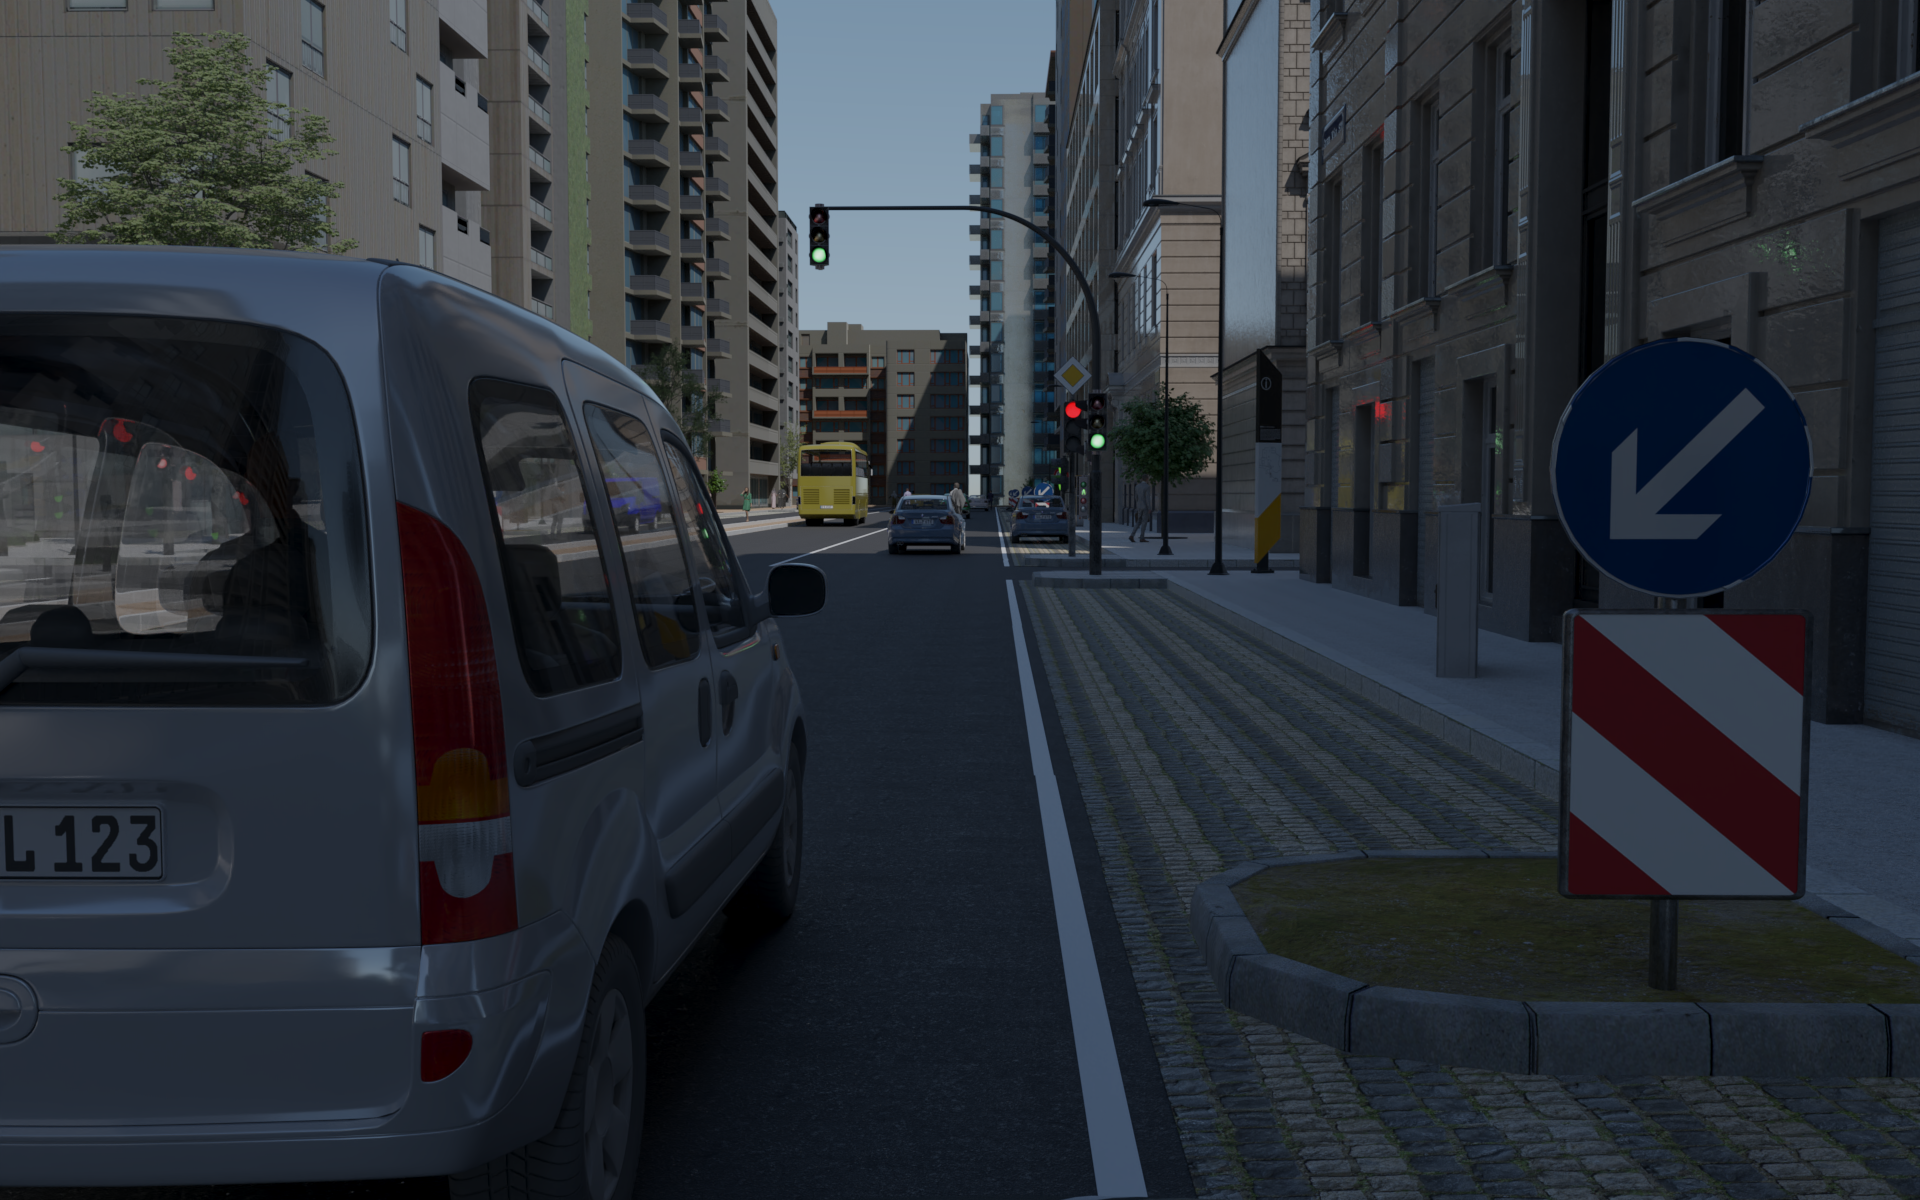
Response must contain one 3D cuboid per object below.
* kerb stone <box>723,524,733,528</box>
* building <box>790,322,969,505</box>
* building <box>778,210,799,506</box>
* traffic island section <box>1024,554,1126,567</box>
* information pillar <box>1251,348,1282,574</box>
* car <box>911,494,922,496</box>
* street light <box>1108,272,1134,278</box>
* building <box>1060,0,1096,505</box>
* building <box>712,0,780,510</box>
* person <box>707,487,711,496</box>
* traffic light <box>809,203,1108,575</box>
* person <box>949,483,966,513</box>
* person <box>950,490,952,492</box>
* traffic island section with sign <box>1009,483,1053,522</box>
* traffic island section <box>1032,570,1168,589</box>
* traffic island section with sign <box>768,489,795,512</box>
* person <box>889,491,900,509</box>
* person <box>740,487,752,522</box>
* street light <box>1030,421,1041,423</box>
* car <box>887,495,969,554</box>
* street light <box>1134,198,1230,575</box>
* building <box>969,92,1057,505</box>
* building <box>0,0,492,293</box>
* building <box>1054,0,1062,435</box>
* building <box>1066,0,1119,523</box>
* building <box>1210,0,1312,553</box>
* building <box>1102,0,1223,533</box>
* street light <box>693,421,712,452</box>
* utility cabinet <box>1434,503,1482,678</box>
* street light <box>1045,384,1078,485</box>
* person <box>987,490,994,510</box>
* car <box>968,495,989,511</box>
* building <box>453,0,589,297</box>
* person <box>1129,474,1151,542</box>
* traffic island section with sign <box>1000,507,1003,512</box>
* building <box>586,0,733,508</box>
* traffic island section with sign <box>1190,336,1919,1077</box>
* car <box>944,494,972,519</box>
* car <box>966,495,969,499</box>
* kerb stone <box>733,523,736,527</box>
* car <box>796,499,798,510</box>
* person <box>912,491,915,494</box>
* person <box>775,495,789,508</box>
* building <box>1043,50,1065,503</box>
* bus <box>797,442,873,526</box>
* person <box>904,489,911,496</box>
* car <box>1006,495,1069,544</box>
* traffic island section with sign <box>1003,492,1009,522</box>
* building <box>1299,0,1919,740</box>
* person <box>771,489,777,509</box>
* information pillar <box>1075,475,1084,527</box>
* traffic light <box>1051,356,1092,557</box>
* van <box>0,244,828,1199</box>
[{"bbox_3d":[-9.783,-3.086,72.656,0.120,0.150,1.000,0,4,1],"label":"kerb stone"},{"bbox_3d":[-13.554,-22.254,208.893,28.899,21.520,27.650,0,4,1],"label":"building"},{"bbox_3d":[-23.899,-24.871,178.338,14.107,30.474,14.160,0,4,1],"label":"building"},{"bbox_3d":[2.318,-0.809,35.514,2.009,0.180,2.903,0,4,1],"label":"traffic island section"},{"bbox_3d":[4.978,-2.242,28.019,0.504,3.616,0.183,-2,4,-29],"label":"information pillar"},{"bbox_3d":[-4.262,-9.628,167.644,2.015,1.641,3.980,0,3,0],"label":"car"},{"bbox_3d":[3.795,-3.904,36.375,1.470,5.913,1.316,0,4,1],"label":"street light"},{"bbox_3d":[14.266,-28.837,121.591,14.600,45.320,14.200,0,4,1],"label":"building"},{"bbox_3d":[-27.739,-32.249,150.979,21.300,48.544,21.600,0,4,1],"label":"building"},{"bbox_3d":[-12.126,-4.538,83.279,0.593,1.750,0.643,1,4,18],"label":"person"},{"bbox_3d":[0.032,-3.220,27.316,4.771,5.953,1.251,0,4,1],"label":"traffic light"},{"bbox_3d":[-0.097,-3.218,61.215,0.679,1.850,0.850,2,4,28],"label":"person"},{"bbox_3d":[-0.713,-7.065,124.717,0.721,1.736,1.217,-1,4,-16],"label":"person"},{"bbox_3d":[2.810,-3.185,60.708,1.989,1.847,2.006,0,4,1],"label":"traffic island section with sign"},{"bbox_3d":[2.165,-0.321,27.530,2.009,0.180,2.903,0,4,1],"label":"traffic island section"},{"bbox_3d":[-14.129,-7.889,137.611,1.989,1.847,2.006,0,4,1],"label":"traffic island section with sign"},{"bbox_3d":[-6.460,-9.863,170.496,1.217,1.736,0.721,1,4,10],"label":"person"},{"bbox_3d":[-10.890,-4.886,88.625,0.600,1.795,0.529,1,4,15],"label":"person"},{"bbox_3d":[5.189,-8.438,110.505,1.470,5.913,1.316,0,4,1],"label":"street light"},{"bbox_3d":[-0.794,-1.874,42.644,2.014,1.417,4.499,0,4,2],"label":"car"},{"bbox_3d":[3.568,-3.354,27.376,1.470,5.913,1.316,0,4,1],"label":"street light"},{"bbox_3d":[16.378,-35.883,206.289,30.456,49.044,23.786,0,4,1],"label":"building"},{"bbox_3d":[-33.140,-28.841,60.784,28.713,52.752,27.495,0,4,1],"label":"building"},{"bbox_3d":[21.663,-33.810,142.035,28.713,52.752,27.495,0,4,1],"label":"building"},{"bbox_3d":[16.049,-17.661,93.267,19.350,26.468,34.151,0,4,1],"label":"building"},{"bbox_3d":[15.841,-10.810,41.370,19.286,19.102,10.561,0,4,1],"label":"building"},{"bbox_3d":[12.867,-17.108,65.616,13.634,28.700,20.117,0,4,1],"label":"building"},{"bbox_3d":[-16.409,-8.424,110.280,1.470,5.913,1.316,0,4,1],"label":"street light"},{"bbox_3d":[3.592,-0.084,12.536,0.306,1.237,1.020,1,4,15],"label":"utility cabinet"},{"bbox_3d":[4.426,-6.171,73.442,1.470,5.913,1.316,0,4,1],"label":"street light"},{"bbox_3d":[2.628,-8.859,153.787,0.683,1.767,0.568,-1,4,-14],"label":"person"},{"bbox_3d":[1.442,-8.117,145.081,2.083,1.381,4.827,0,4,0],"label":"car"},{"bbox_3d":[-27.742,-24.843,89.774,14.154,41.232,14.086,0,4,1],"label":"building"},{"bbox_3d":[4.881,-2.441,46.082,0.853,1.813,0.709,-3,5,-40],"label":"person"},{"bbox_3d":[4.280,-7.867,137.250,1.989,1.847,2.006,0,4,1],"label":"traffic island section with sign"},{"bbox_3d":[-28.815,-28.826,125.924,22.147,44.769,28.867,0,4,1],"label":"building"},{"bbox_3d":[1.740,0.211,5.177,1.989,1.847,2.006,0,4,1],"label":"traffic island section with sign"},{"bbox_3d":[-0.287,-5.690,101.834,1.959,1.807,4.718,0,4,0],"label":"car"},{"bbox_3d":[0.253,-9.873,174.003,1.945,1.354,3.894,0,4,2],"label":"car"},{"bbox_3d":[-9.761,-3.149,73.685,0.120,0.150,1.000,0,4,1],"label":"kerb stone"},{"bbox_3d":[-13.891,-8.879,157.748,1.945,1.354,3.894,0,4,1],"label":"car"},{"bbox_3d":[-5.038,-10.882,186.434,1.348,1.822,0.705,0,4,0],"label":"person"},{"bbox_3d":[-16.186,-9.217,157.453,1.217,1.735,0.721,-1,4,-11],"label":"person"},{"bbox_3d":[19.424,-31.549,170.455,22.147,44.769,28.867,0,4,1],"label":"building"},{"bbox_3d":[-5.789,-5.471,80.994,2.896,3.916,12.252,0,3,0],"label":"bus"},{"bbox_3d":[-3.902,-7.332,128.244,0.709,1.838,0.599,-1,4,-14],"label":"person"},{"bbox_3d":[2.359,-2.391,51.099,2.014,1.417,4.499,0,4,1],"label":"car"},{"bbox_3d":[3.339,-4.871,88.262,1.989,1.847,2.006,0,4,1],"label":"traffic island section with sign"},{"bbox_3d":[10.540,-13.206,13.188,12.463,27.353,25.104,0,4,1],"label":"building"},{"bbox_3d":[-16.091,-8.752,149.804,0.551,1.740,0.621,2,4,25],"label":"person"},{"bbox_3d":[4.692,-3.900,68.253,0.304,2.012,0.304,-1,4,-12],"label":"information pillar"},{"bbox_3d":[2.278,-2.843,35.401,0.839,4.253,0.868,0,4,1],"label":"traffic light"},{"bbox_3d":[-1.415,0.148,4.587,2.013,2.044,4.112,0,4,2],"label":"van"}]
